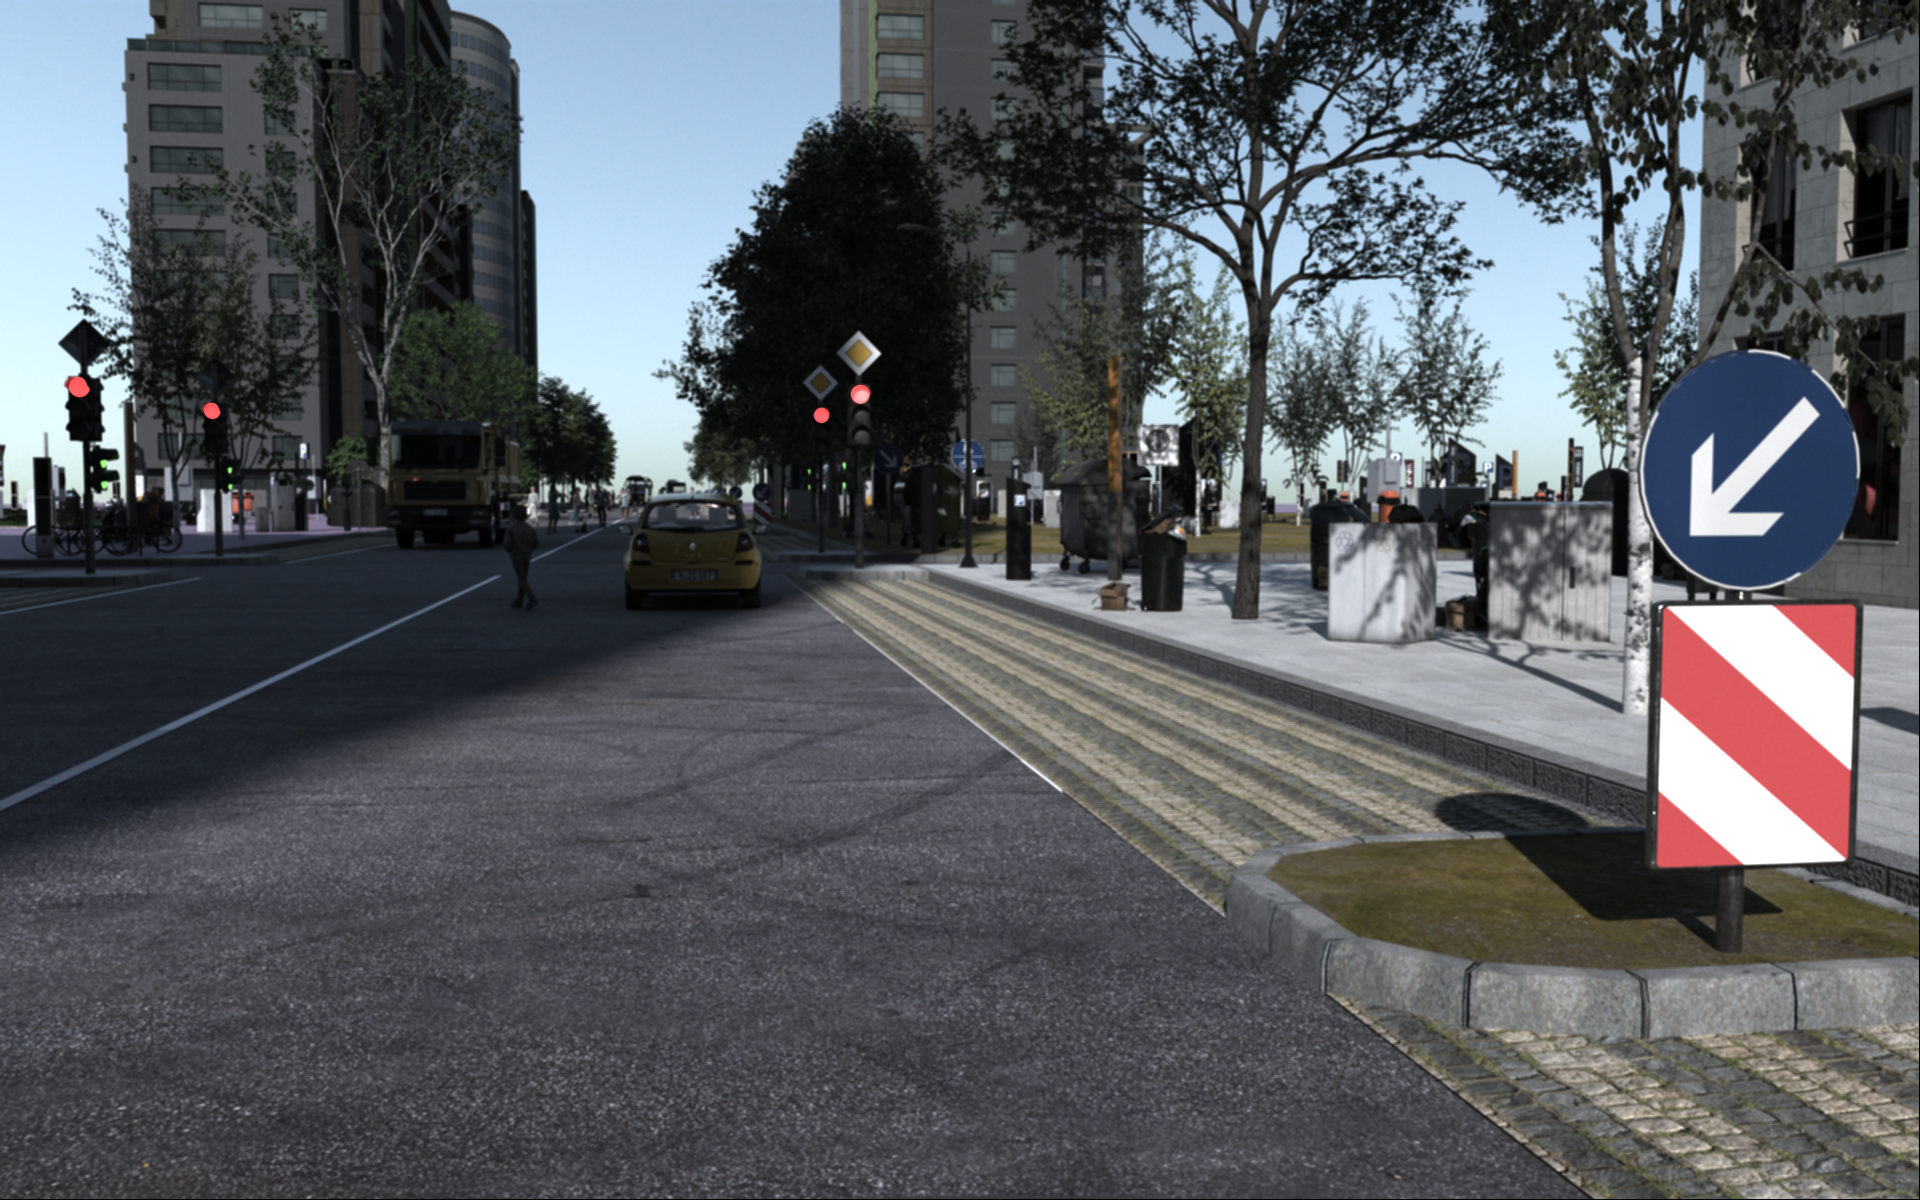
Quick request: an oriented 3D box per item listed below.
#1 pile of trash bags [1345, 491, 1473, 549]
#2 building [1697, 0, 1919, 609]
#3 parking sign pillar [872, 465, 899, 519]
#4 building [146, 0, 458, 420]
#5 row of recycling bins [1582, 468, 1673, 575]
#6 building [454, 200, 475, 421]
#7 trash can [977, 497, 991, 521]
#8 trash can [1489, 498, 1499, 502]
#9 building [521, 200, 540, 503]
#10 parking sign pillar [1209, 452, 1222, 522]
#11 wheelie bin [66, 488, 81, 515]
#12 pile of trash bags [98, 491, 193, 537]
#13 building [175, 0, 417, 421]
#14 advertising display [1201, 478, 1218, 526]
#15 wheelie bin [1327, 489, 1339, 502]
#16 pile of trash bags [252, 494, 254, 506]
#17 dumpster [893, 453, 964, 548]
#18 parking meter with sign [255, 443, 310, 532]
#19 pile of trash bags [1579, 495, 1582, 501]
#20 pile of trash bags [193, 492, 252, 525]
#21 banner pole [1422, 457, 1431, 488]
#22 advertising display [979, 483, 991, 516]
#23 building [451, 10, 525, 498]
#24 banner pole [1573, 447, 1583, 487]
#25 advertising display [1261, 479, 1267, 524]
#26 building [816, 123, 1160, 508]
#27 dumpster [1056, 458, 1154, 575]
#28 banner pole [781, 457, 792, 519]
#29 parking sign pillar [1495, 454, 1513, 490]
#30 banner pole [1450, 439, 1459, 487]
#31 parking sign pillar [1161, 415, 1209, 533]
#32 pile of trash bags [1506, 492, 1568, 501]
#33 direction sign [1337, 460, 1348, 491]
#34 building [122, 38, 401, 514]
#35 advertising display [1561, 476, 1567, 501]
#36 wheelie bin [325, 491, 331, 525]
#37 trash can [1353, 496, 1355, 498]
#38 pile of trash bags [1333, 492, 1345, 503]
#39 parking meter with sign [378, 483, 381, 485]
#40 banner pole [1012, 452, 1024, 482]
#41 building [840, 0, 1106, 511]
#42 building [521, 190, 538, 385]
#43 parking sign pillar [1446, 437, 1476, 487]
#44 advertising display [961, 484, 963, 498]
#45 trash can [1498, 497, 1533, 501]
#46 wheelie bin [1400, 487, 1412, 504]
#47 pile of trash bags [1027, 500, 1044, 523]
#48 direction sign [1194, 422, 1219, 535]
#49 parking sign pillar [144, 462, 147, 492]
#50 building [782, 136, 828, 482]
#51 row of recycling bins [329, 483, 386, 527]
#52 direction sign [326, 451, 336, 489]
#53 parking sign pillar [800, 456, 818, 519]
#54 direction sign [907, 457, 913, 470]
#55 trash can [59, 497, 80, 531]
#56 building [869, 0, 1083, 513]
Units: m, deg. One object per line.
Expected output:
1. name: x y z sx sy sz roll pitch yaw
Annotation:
1. pile of trash bags: 11.297 -1.998 42.426 1.912 1.369 3.447 -1 4 -21
2. building: 16.398 -9.827 15.427 10.420 20.320 16.860 -1 4 -9
3. parking sign pillar: -3.802 -6.163 89.242 1.447 3.967 1.447 -1 4 -12
4. building: -54.760 -31.908 145.390 21.300 48.544 21.600 -1 4 -9
5. row of recycling bins: 11.763 -1.255 27.634 3.534 1.692 1.069 0 3 0
6. building: -54.101 -24.035 164.677 14.160 30.474 14.107 -1 4 -9
7. trash can: 1.104 -4.344 82.673 0.748 1.137 0.748 0 3 0
8. trash can: 21.367 -3.497 68.833 0.748 1.137 0.748 0 3 0
9. building: -64.548 -33.596 232.883 14.154 41.232 14.086 -1 4 -9
10. parking sign pillar: 11.596 -5.598 80.006 1.447 3.967 1.447 -1 4 -22
11. wheelie bin: -43.427 -4.706 84.848 0.693 1.594 0.980 -2 4 -25
12. pile of trash bags: -25.058 -2.643 52.969 1.912 1.369 3.447 -3 4 -39
13. building: -48.486 -27.217 128.590 14.154 41.232 14.086 -1 4 -9
14. advertising display: 9.826 -3.883 68.705 0.974 1.923 0.123 -2 4 -34
15. wheelie bin: 23.921 -6.324 111.301 0.980 1.594 0.693 -1 4 -12
16. pile of trash bags: -36.257 -4.574 84.537 3.447 1.369 1.912 -3 4 -38
17. dumpster: -0.749 -2.402 41.763 1.502 2.255 1.985 -1 4 -9
18. parking meter with sign: -22.966 -3.816 58.660 0.543 3.016 1.738 3 5 44
19. pile of trash bags: 42.517 -6.650 118.484 3.447 1.369 1.912 2 4 32
20. pile of trash bags: -31.325 -3.769 71.382 3.447 1.369 1.912 -1 4 -11
21. banner pole: 31.536 -7.778 117.186 0.863 3.779 0.401 0 3 0
22. advertising display: 1.463 -5.985 103.061 0.123 1.923 0.974 -3 4 -38
23. building: -65.314 -40.908 210.841 21.231 58.520 28.212 -1 4 -9
24. banner pole: 28.452 -5.513 80.150 0.863 3.779 0.401 -1 4 -12
25. advertising display: 12.723 -4.200 73.885 0.974 1.923 0.123 -3 5 -42
26. building: 1.222 -29.310 171.094 32.217 40.220 23.993 -1 4 -9
27. dumpster: 2.367 -1.377 28.277 1.264 1.857 1.865 -1 4 -9
28. banner pole: -8.872 -5.989 87.942 0.863 3.779 0.401 2 4 29
29. parking sign pillar: 36.465 -7.779 115.660 1.447 3.967 1.447 0 4 -1
30. banner pole: 22.123 -5.352 77.523 0.401 3.779 0.863 3 5 41
31. parking sign pillar: 7.358 -4.231 57.652 1.447 3.967 1.447 0 4 0
32. pile of trash bags: 24.599 -3.993 75.030 1.912 1.369 3.447 0 4 -3
33. direction sign: 25.811 -7.636 116.852 0.876 3.537 0.379 -2 4 -25
34. building: -45.578 -20.983 114.773 14.160 30.474 14.107 -1 4 -9
35. advertising display: 21.393 -3.433 61.350 0.123 1.923 0.974 2 4 24
36. wheelie bin: -25.633 -3.860 71.019 0.693 1.594 0.980 -1 4 -14
37. trash can: 23.548 -5.709 104.994 0.748 1.137 0.748 0 3 0
38. pile of trash bags: 21.187 -5.213 94.988 1.912 1.369 3.447 1 4 16
39. parking meter with sign: -35.843 -6.662 105.183 1.738 3.016 0.543 1 4 11
40. banner pole: 3.504 -6.937 103.436 0.863 3.779 0.401 0 4 -7
41. building: 0.634 -36.800 143.680 21.231 58.520 28.212 -1 4 -9
42. building: -67.965 -36.523 247.254 14.600 45.320 14.200 -1 4 -9
43. parking sign pillar: 23.502 -5.678 81.302 1.447 3.967 1.447 3 4 37
44. advertising display: 0.331 -6.263 107.619 0.123 1.923 0.974 -2 4 -34
45. trash can: 17.516 -2.610 54.326 0.748 1.137 0.748 0 3 0
46. wheelie bin: 20.290 -4.349 79.021 0.980 1.594 0.693 0 4 -3
47. pile of trash bags: 3.975 -4.210 78.585 3.447 1.369 1.912 3 5 42
48. direction sign: 7.825 -3.853 54.999 0.876 3.537 0.379 -2 4 -25
49. parking sign pillar: -49.341 -7.090 104.400 1.447 3.967 1.447 -2 4 -31
50. building: -12.306 -37.516 232.993 23.786 49.044 30.456 -1 4 -9
51. row of recycling bins: -23.622 -3.717 67.889 1.069 1.692 3.534 -3 5 -45
52. direction sign: -33.535 -6.144 92.444 0.379 3.537 0.876 1 4 10
53. parking sign pillar: -7.621 -5.948 85.724 1.447 3.967 1.447 -1 4 -12
54. direction sign: -2.865 -6.896 104.740 0.876 3.537 0.379 0 4 7
55. trash can: -31.362 -3.015 60.953 0.748 1.137 0.748 0 3 0
56. building: 0.407 -26.823 122.146 14.154 41.232 14.086 -1 4 -9
